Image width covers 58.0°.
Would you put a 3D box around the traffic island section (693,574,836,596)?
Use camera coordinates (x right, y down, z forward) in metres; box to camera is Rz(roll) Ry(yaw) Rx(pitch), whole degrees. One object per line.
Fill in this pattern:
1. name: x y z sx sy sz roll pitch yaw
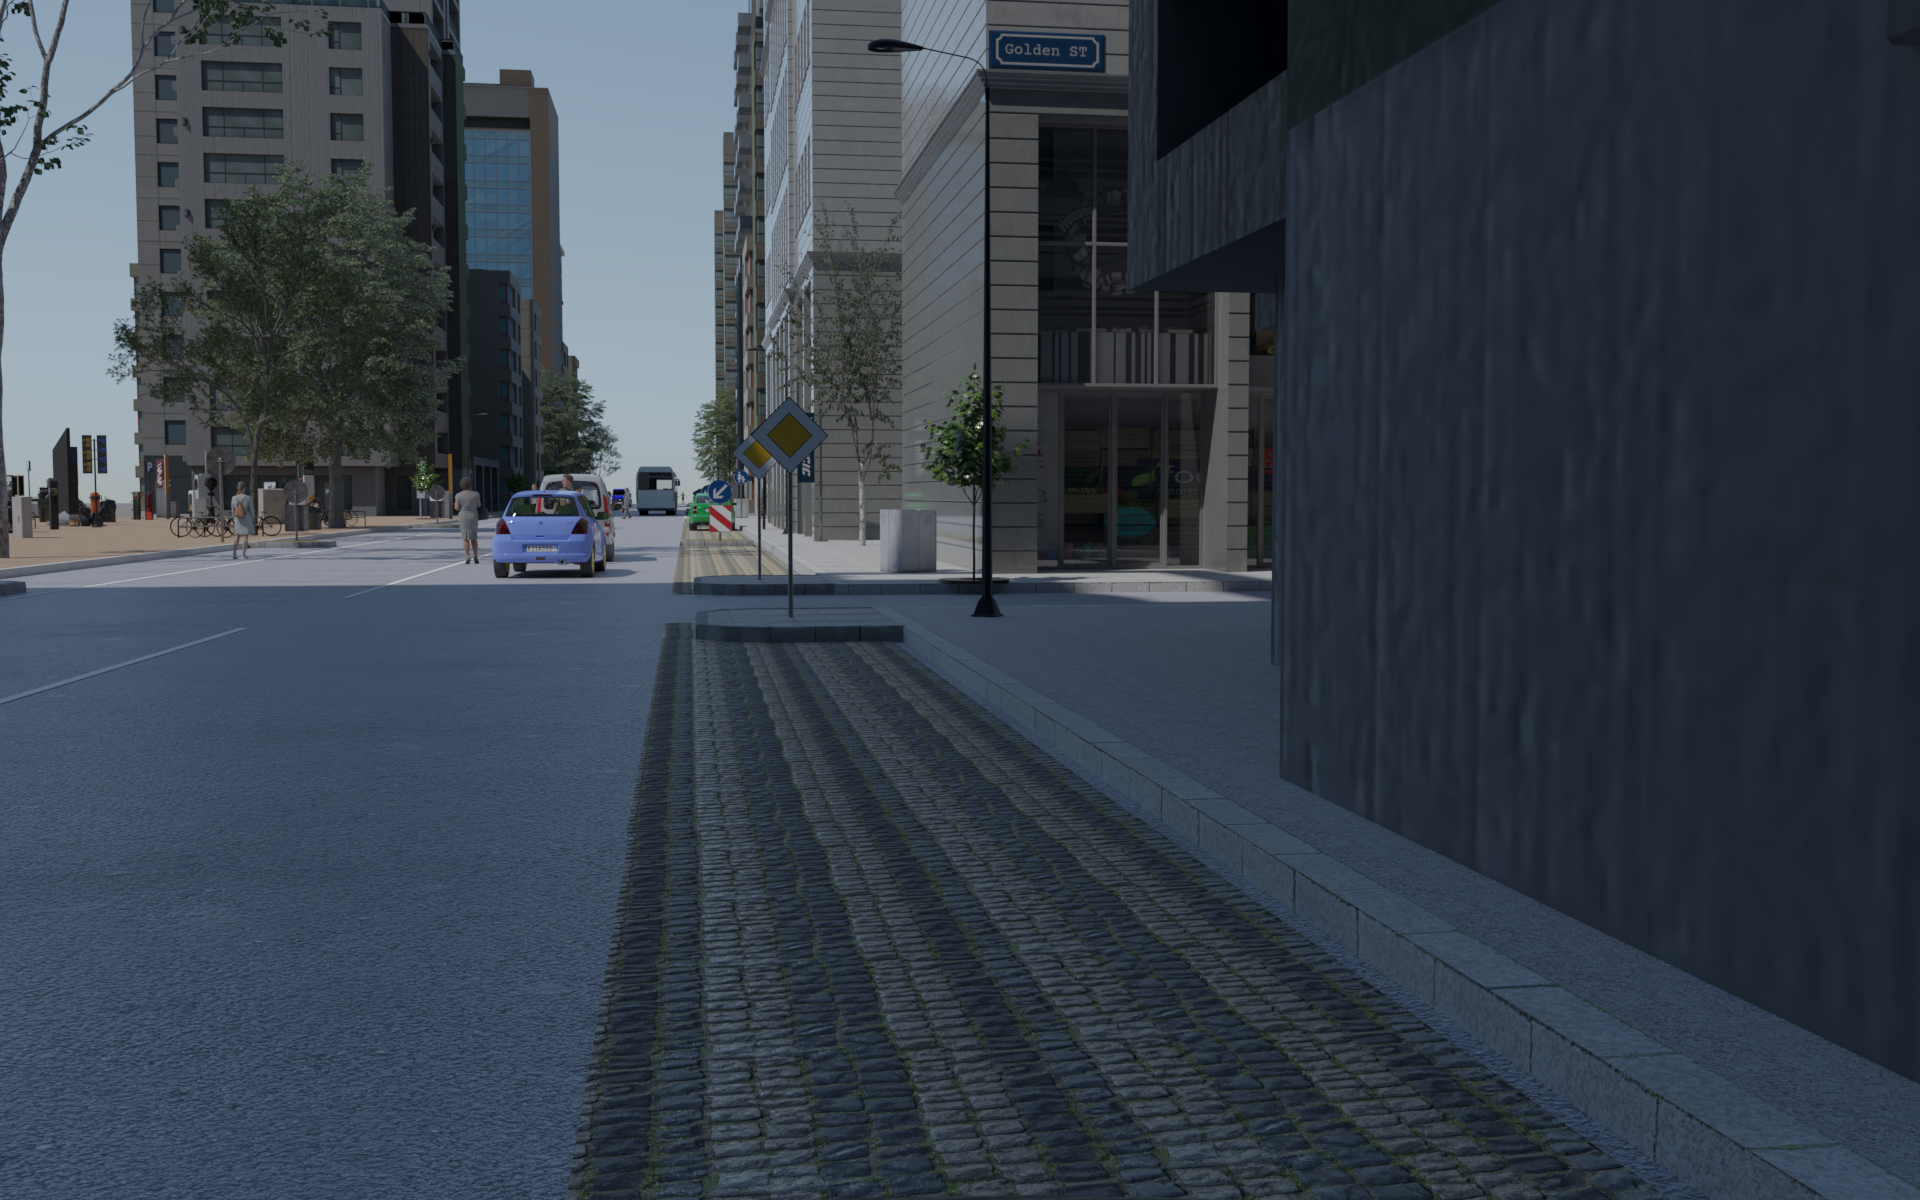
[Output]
1. traffic island section: -2.977 -0.223 25.929 2.009 0.180 2.903 -1 4 -9

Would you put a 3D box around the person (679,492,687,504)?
1. person: -38.265 -14.076 239.353 1.217 1.735 0.721 0 4 8

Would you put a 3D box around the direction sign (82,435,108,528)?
1. direction sign: -33.158 -4.552 66.420 0.876 3.537 0.379 -1 4 -10

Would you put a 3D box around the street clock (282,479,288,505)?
1. street clock: -32.852 -4.880 84.365 0.358 2.002 0.471 -1 4 -10

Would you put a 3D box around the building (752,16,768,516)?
1. building: -6.134 -20.682 109.846 14.160 30.474 14.107 -1 4 -9

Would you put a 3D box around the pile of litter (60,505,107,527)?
1. pile of litter: -34.744 -3.341 68.587 1.719 0.858 1.176 -2 4 -26

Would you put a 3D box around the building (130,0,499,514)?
1. building: -43.447 -41.690 119.880 20.563 71.187 20.611 -1 4 -9

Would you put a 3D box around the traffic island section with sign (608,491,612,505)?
1. traffic island section with sign: -46.855 -13.613 231.195 1.989 1.847 2.006 -1 4 -9

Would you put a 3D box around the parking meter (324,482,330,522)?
1. parking meter: -28.590 -4.454 78.528 0.399 1.863 0.255 1 4 22

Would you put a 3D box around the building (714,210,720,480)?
1. building: -28.569 -34.764 251.981 14.154 41.232 14.086 -1 4 -9

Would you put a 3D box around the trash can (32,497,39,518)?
1. trash can: -49.386 -4.943 92.467 0.748 1.137 0.748 0 3 0

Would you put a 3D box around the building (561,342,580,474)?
1. building: -60.772 -22.232 208.531 27.650 21.520 28.899 -1 4 -9

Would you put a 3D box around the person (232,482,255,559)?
1. person: -15.792 -1.749 38.105 0.512 1.701 0.522 -1 4 -9

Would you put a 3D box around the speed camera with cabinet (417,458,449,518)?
1. speed camera with cabinet: -28.597 -6.097 94.018 2.038 3.252 0.660 2 4 34

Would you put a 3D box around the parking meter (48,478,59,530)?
1. parking meter: -32.605 -3.462 62.308 0.255 1.863 0.399 -3 4 -37

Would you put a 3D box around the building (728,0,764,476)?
1. building: -9.525 -33.105 160.875 23.786 49.044 30.456 -1 4 -9

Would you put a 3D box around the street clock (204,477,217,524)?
1. street clock: -32.515 -4.321 75.220 0.358 2.002 0.471 2 4 35

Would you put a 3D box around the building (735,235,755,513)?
1. building: -2.817 -17.573 132.360 27.650 21.520 28.899 -1 4 -9

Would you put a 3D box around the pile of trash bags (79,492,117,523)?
1. pile of trash bags: -39.172 -4.191 78.279 1.912 1.369 3.447 -2 4 -31

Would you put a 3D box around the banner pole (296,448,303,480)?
1. banner pole: -33.764 -6.029 88.591 0.401 3.779 0.863 0 4 7

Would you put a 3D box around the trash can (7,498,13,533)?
1. trash can: -31.119 -2.751 56.626 0.748 1.137 0.748 0 3 0

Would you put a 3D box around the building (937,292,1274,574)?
1. building: 14.124 -15.716 34.453 29.804 29.767 11.434 -1 4 -9

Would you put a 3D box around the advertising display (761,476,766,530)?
1. advertising display: -7.150 -3.540 63.089 0.123 1.923 0.974 -1 4 -10

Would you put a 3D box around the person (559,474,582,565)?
1. person: -7.994 -1.642 35.251 0.656 1.842 0.836 -2 4 -32

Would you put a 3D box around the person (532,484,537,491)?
1. person: -15.499 -3.340 63.201 0.635 1.810 0.391 2 4 32

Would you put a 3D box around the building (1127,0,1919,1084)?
1. building: 8.057 -14.579 10.065 14.160 30.474 14.107 -1 4 -9

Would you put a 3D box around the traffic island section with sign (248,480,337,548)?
1. traffic island section with sign: -17.982 -2.333 46.777 1.989 1.847 2.006 -1 4 -9

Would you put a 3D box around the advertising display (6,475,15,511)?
1. advertising display: -32.223 -3.242 58.225 0.974 1.923 0.123 1 4 10

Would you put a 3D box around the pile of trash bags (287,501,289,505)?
1. pile of trash bags: -36.963 -5.151 93.964 1.912 1.369 3.447 -3 4 -38

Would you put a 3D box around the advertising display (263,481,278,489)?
1. advertising display: -35.187 -5.090 88.438 0.974 1.923 0.123 2 4 30

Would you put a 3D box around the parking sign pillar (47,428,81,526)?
1. parking sign pillar: -36.638 -5.044 70.937 1.447 3.967 1.447 3 4 38

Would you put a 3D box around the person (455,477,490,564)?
1. person: -10.018 -1.631 35.520 0.716 1.782 0.532 -2 4 -30

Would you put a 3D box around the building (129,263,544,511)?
1. building: -50.600 -18.417 146.157 27.650 21.520 28.899 -1 4 -9

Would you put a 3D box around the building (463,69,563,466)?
1. building: -50.583 -32.815 186.639 14.600 45.320 14.200 -1 4 -9

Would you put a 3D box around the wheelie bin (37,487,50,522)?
1. wheelie bin: -41.430 -4.326 78.641 0.980 1.594 0.693 0 4 -2

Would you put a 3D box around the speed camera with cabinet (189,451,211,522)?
1. speed camera with cabinet: -35.082 -5.232 79.880 0.660 3.252 2.038 -2 4 -35

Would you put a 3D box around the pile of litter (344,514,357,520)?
1. pile of litter: -30.500 -4.354 85.160 1.719 0.858 1.176 -1 4 -22

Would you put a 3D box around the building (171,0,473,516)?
1. building: -37.584 -20.321 103.948 14.160 30.474 14.107 -1 4 -9

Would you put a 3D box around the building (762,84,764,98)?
1. building: -2.548 -18.113 89.654 14.314 27.812 24.014 -1 4 -9

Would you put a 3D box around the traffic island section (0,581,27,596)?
1. traffic island section: -14.430 -0.114 24.147 2.009 0.180 2.903 -1 4 -9

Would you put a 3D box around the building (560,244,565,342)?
1. building: -66.589 -33.147 233.828 32.217 40.220 23.993 -1 4 -9

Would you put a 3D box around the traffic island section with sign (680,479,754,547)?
1. traffic island section with sign: -6.744 -2.398 47.843 1.989 1.847 2.006 -1 4 -9

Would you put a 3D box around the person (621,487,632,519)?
1. person: -19.142 -5.546 99.279 0.767 1.812 0.694 -2 4 -33

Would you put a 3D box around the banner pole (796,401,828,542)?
1. banner pole: -3.996 -3.472 46.784 0.863 3.779 0.401 0 4 -4

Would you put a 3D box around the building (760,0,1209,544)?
1. building: -1.002 -17.433 62.519 11.434 29.767 29.804 -1 4 -9

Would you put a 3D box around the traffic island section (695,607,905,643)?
1. traffic island section: -1.741 0.259 18.039 2.009 0.180 2.903 -1 4 -9

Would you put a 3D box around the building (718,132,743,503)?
1. building: -20.143 -31.556 199.541 14.154 41.232 14.086 -1 4 -9

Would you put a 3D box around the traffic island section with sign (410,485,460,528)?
1. traffic island section with sign: -22.156 -3.962 73.408 1.989 1.847 2.006 -1 4 -9
